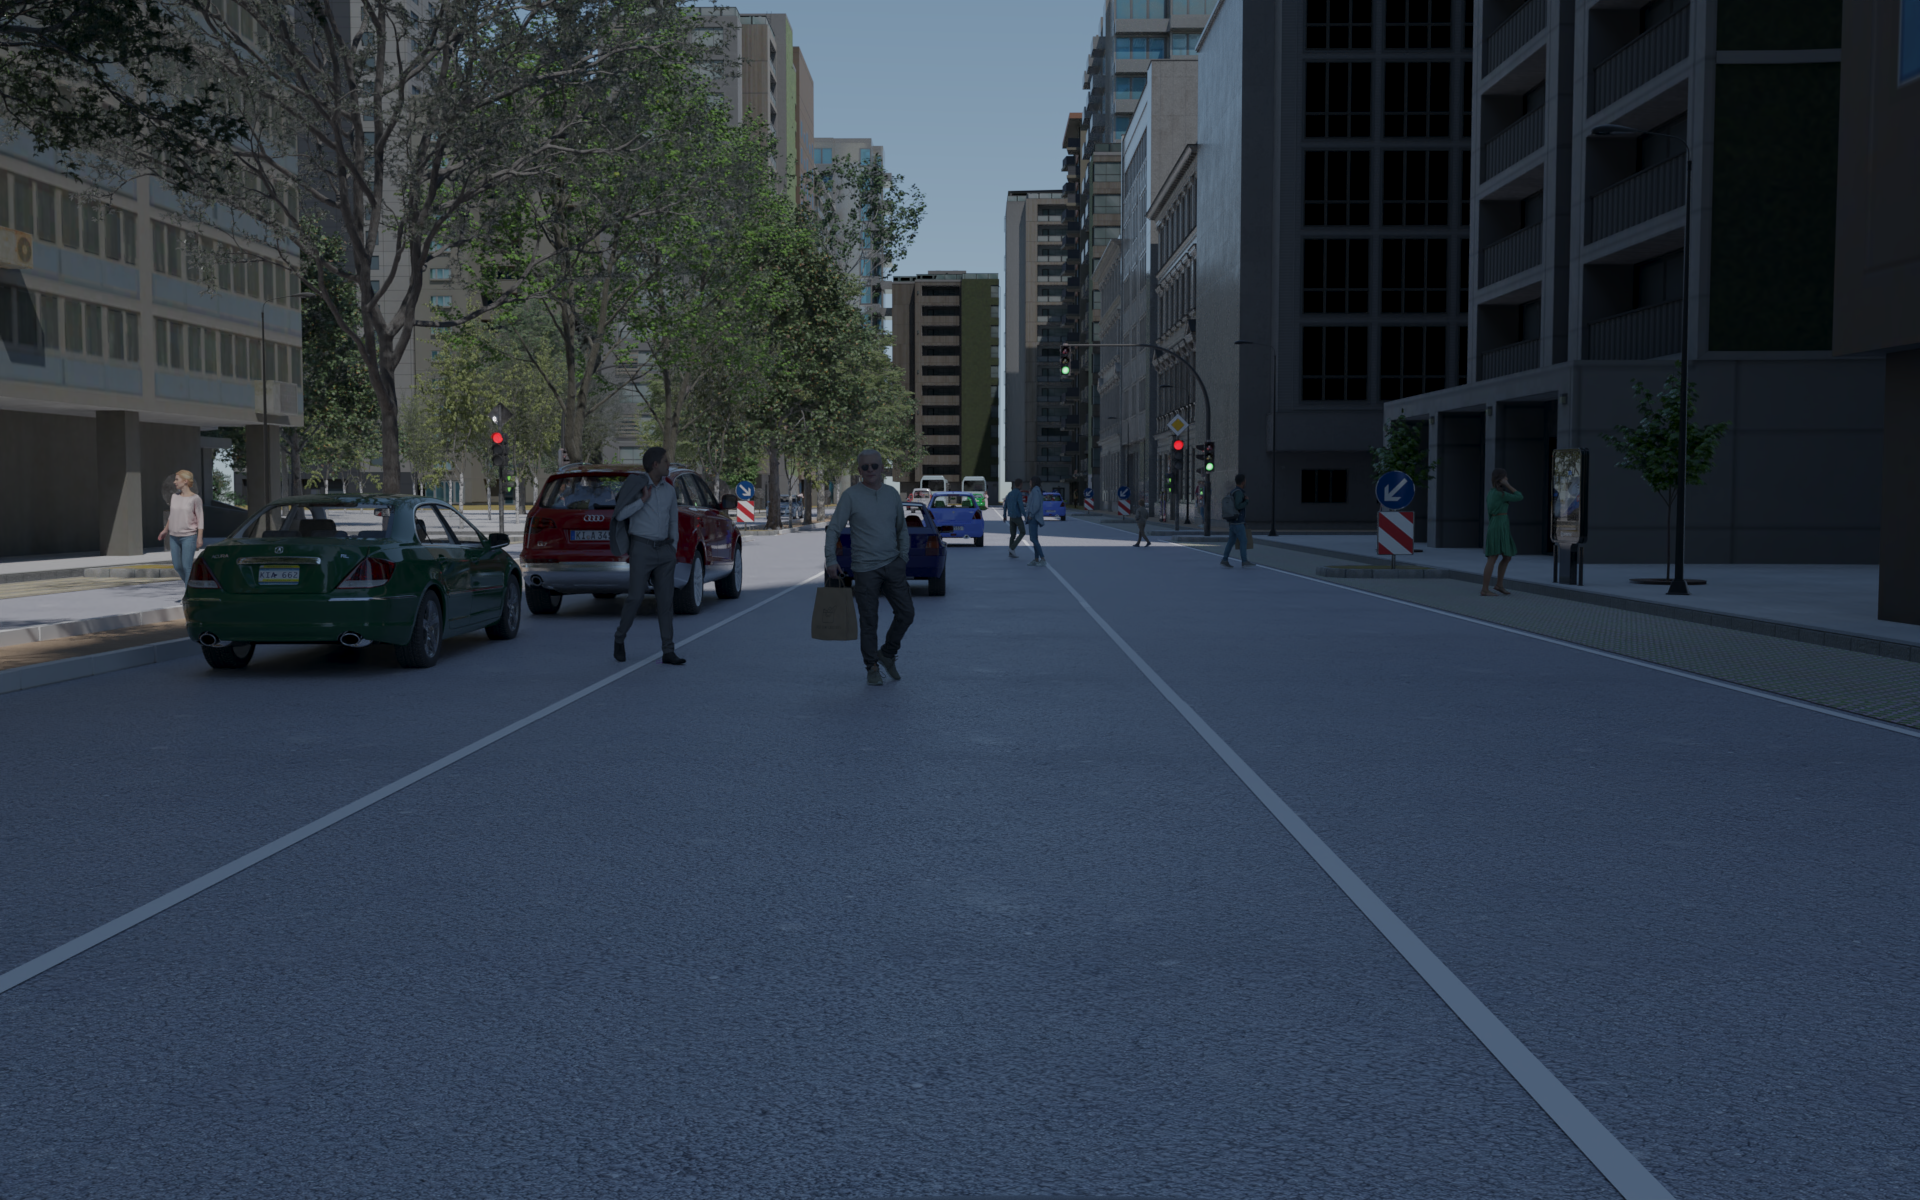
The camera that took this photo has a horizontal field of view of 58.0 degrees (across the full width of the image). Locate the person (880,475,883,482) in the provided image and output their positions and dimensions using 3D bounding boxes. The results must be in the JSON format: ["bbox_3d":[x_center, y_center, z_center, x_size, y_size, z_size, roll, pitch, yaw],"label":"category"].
[{"bbox_3d":[-1.672,-1.671,35.695,0.514,1.842,0.818,-2,4,-29],"label":"person"}]

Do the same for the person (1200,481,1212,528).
[{"bbox_3d":[9.370,-3.652,66.019,0.793,1.790,0.793,1,4,17],"label":"person"}]

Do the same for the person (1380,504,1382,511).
[{"bbox_3d":[13.684,-2.872,55.473,0.555,1.821,0.388,2,4,29],"label":"person"}]

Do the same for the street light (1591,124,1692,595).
[{"bbox_3d":[8.634,-3.021,21.942,1.470,5.913,1.316,0,4,1],"label":"street light"}]

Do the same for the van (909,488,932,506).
[{"bbox_3d":[-2.823,-7.539,130.279,2.013,2.044,4.112,0,4,1],"label":"van"}]

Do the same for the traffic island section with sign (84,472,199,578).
[{"bbox_3d":[-13.937,-1.333,30.429,1.989,1.847,2.006,0,4,1],"label":"traffic island section with sign"}]

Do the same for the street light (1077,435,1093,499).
[{"bbox_3d":[9.859,-9.976,135.647,1.470,5.913,1.316,0,4,1],"label":"street light"}]

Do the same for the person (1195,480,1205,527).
[{"bbox_3d":[9.470,-3.784,67.879,0.573,1.828,0.580,-3,5,-42],"label":"person"}]

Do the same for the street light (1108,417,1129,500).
[{"bbox_3d":[9.579,-8.062,104.349,1.470,5.913,1.316,0,4,1],"label":"street light"}]

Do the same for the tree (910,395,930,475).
[{"bbox_3d":[-6.838,-11.927,114.473,9.611,12.733,9.660,0,3,0],"label":"tree"}]

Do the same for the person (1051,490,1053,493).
[{"bbox_3d":[11.302,-12.499,210.950,0.990,1.755,0.434,-1,4,-22],"label":"person"}]

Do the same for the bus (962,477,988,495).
[{"bbox_3d":[1.625,-11.987,190.851,2.948,3.499,13.247,0,4,1],"label":"bus"}]

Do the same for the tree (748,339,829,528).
[{"bbox_3d":[-7.142,-7.344,72.902,4.737,8.622,4.395,0,3,0],"label":"tree"}]

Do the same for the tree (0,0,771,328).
[{"bbox_3d":[-7.750,-6.752,23.218,12.009,13.543,11.850,0,3,0],"label":"tree"}]

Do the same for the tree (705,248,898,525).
[{"bbox_3d":[-7.041,-9.688,78.980,7.486,12.596,7.792,0,3,0],"label":"tree"}]

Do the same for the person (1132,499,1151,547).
[{"bbox_3d":[4.894,-2.076,46.715,0.640,1.303,0.475,3,4,37],"label":"person"}]

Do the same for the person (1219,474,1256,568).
[{"bbox_3d":[5.357,-1.521,33.347,0.713,1.824,0.794,1,4,12],"label":"person"}]

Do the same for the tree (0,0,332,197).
[{"bbox_3d":[-7.955,-4.577,11.705,8.767,10.594,7.601,0,4,1],"label":"tree"}]

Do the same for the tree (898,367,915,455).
[{"bbox_3d":[-6.633,-11.318,105.641,7.486,12.596,7.792,0,3,0],"label":"tree"}]

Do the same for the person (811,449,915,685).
[{"bbox_3d":[-0.737,-0.247,13.020,0.782,1.767,0.515,-2,4,-29],"label":"person"}]

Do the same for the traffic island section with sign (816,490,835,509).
[{"bbox_3d":[-12.431,-9.431,162.819,1.989,1.847,2.006,0,4,1],"label":"traffic island section with sign"}]

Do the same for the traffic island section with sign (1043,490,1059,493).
[{"bbox_3d":[8.796,-9.425,162.727,1.989,1.847,2.006,0,4,1],"label":"traffic island section with sign"}]

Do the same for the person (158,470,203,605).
[{"bbox_3d":[-10.111,-0.820,22.576,0.731,1.740,0.598,0,4,6],"label":"person"}]

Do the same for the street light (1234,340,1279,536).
[{"bbox_3d":[8.983,-4.891,52.507,1.470,5.913,1.316,0,4,1],"label":"street light"}]

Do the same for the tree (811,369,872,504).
[{"bbox_3d":[-7.021,-8.963,99.368,4.360,8.622,3.978,0,3,0],"label":"tree"}]

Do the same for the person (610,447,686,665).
[{"bbox_3d":[-2.663,-0.370,14.656,0.850,1.850,0.679,3,5,42],"label":"person"}]

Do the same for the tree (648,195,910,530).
[{"bbox_3d":[-7.035,-8.924,65.369,9.611,12.733,9.660,0,3,0],"label":"tree"}]

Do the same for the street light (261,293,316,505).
[{"bbox_3d":[-15.539,-4.130,40.073,1.470,5.913,1.316,0,4,1],"label":"street light"}]

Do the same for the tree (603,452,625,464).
[{"bbox_3d":[-15.775,-5.213,79.830,1.663,3.219,1.824,0,3,0],"label":"tree"}]

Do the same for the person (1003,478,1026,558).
[{"bbox_3d":[1.222,-1.831,38.788,0.444,1.785,0.601,-2,4,-30],"label":"person"}]

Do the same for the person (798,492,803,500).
[{"bbox_3d":[-14.600,-9.140,158.672,0.628,1.438,0.799,0,4,-4],"label":"person"}]

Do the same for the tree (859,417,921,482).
[{"bbox_3d":[-6.913,-11.433,123.796,8.767,10.594,7.601,0,4,1],"label":"tree"}]

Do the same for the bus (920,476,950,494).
[{"bbox_3d":[-2.636,-11.461,182.251,2.948,3.499,13.247,0,4,1],"label":"bus"}]

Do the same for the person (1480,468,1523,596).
[{"bbox_3d":[7.523,-0.949,24.271,0.529,1.795,0.600,-1,4,-13],"label":"person"}]

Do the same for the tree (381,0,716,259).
[{"bbox_3d":[-7.634,-6.490,34.323,9.928,11.665,9.643,0,3,0],"label":"tree"}]

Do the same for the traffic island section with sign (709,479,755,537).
[{"bbox_3d":[-7.496,-2.748,53.061,2.006,1.907,1.989,0,4,1],"label":"traffic island section with sign"}]

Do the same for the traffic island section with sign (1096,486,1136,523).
[{"bbox_3d":[7.898,-4.685,85.232,1.989,1.847,2.006,0,4,1],"label":"traffic island section with sign"}]

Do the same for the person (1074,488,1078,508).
[{"bbox_3d":[10.521,-9.224,156.942,0.705,1.812,1.348,0,3,0],"label":"person"}]

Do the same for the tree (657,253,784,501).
[{"bbox_3d":[-7.282,-6.045,51.651,4.360,8.622,3.978,0,3,0],"label":"tree"}]

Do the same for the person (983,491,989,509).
[{"bbox_3d":[2.448,-9.554,165.382,0.621,1.740,0.551,2,4,25],"label":"person"}]

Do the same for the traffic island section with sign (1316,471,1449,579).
[{"bbox_3d":[7.275,-1.314,30.116,1.989,1.847,2.006,0,4,1],"label":"traffic island section with sign"}]

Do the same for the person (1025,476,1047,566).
[{"bbox_3d":[1.523,-1.579,34.578,0.793,1.790,0.793,-2,4,-28],"label":"person"}]

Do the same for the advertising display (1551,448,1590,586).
[{"bbox_3d":[8.641,-1.183,24.563,0.123,1.923,0.974,0,4,-4],"label":"advertising display"}]

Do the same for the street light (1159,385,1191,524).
[{"bbox_3d":[9.174,-6.192,73.784,1.470,5.913,1.316,0,4,1],"label":"street light"}]

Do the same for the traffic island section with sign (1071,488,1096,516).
[{"bbox_3d":[8.217,-6.353,112.500,1.989,1.847,2.006,0,4,1],"label":"traffic island section with sign"}]

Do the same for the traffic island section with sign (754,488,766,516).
[{"bbox_3d":[-13.008,-6.349,112.437,1.989,1.847,2.006,0,4,1],"label":"traffic island section with sign"}]

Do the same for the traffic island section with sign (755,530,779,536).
[{"bbox_3d":[-7.401,-3.201,60.467,2.006,1.907,1.989,0,4,1],"label":"traffic island section with sign"}]

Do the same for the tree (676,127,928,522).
[{"bbox_3d":[-8.376,-14.140,89.529,12.611,20.169,13.585,0,3,0],"label":"tree"}]
